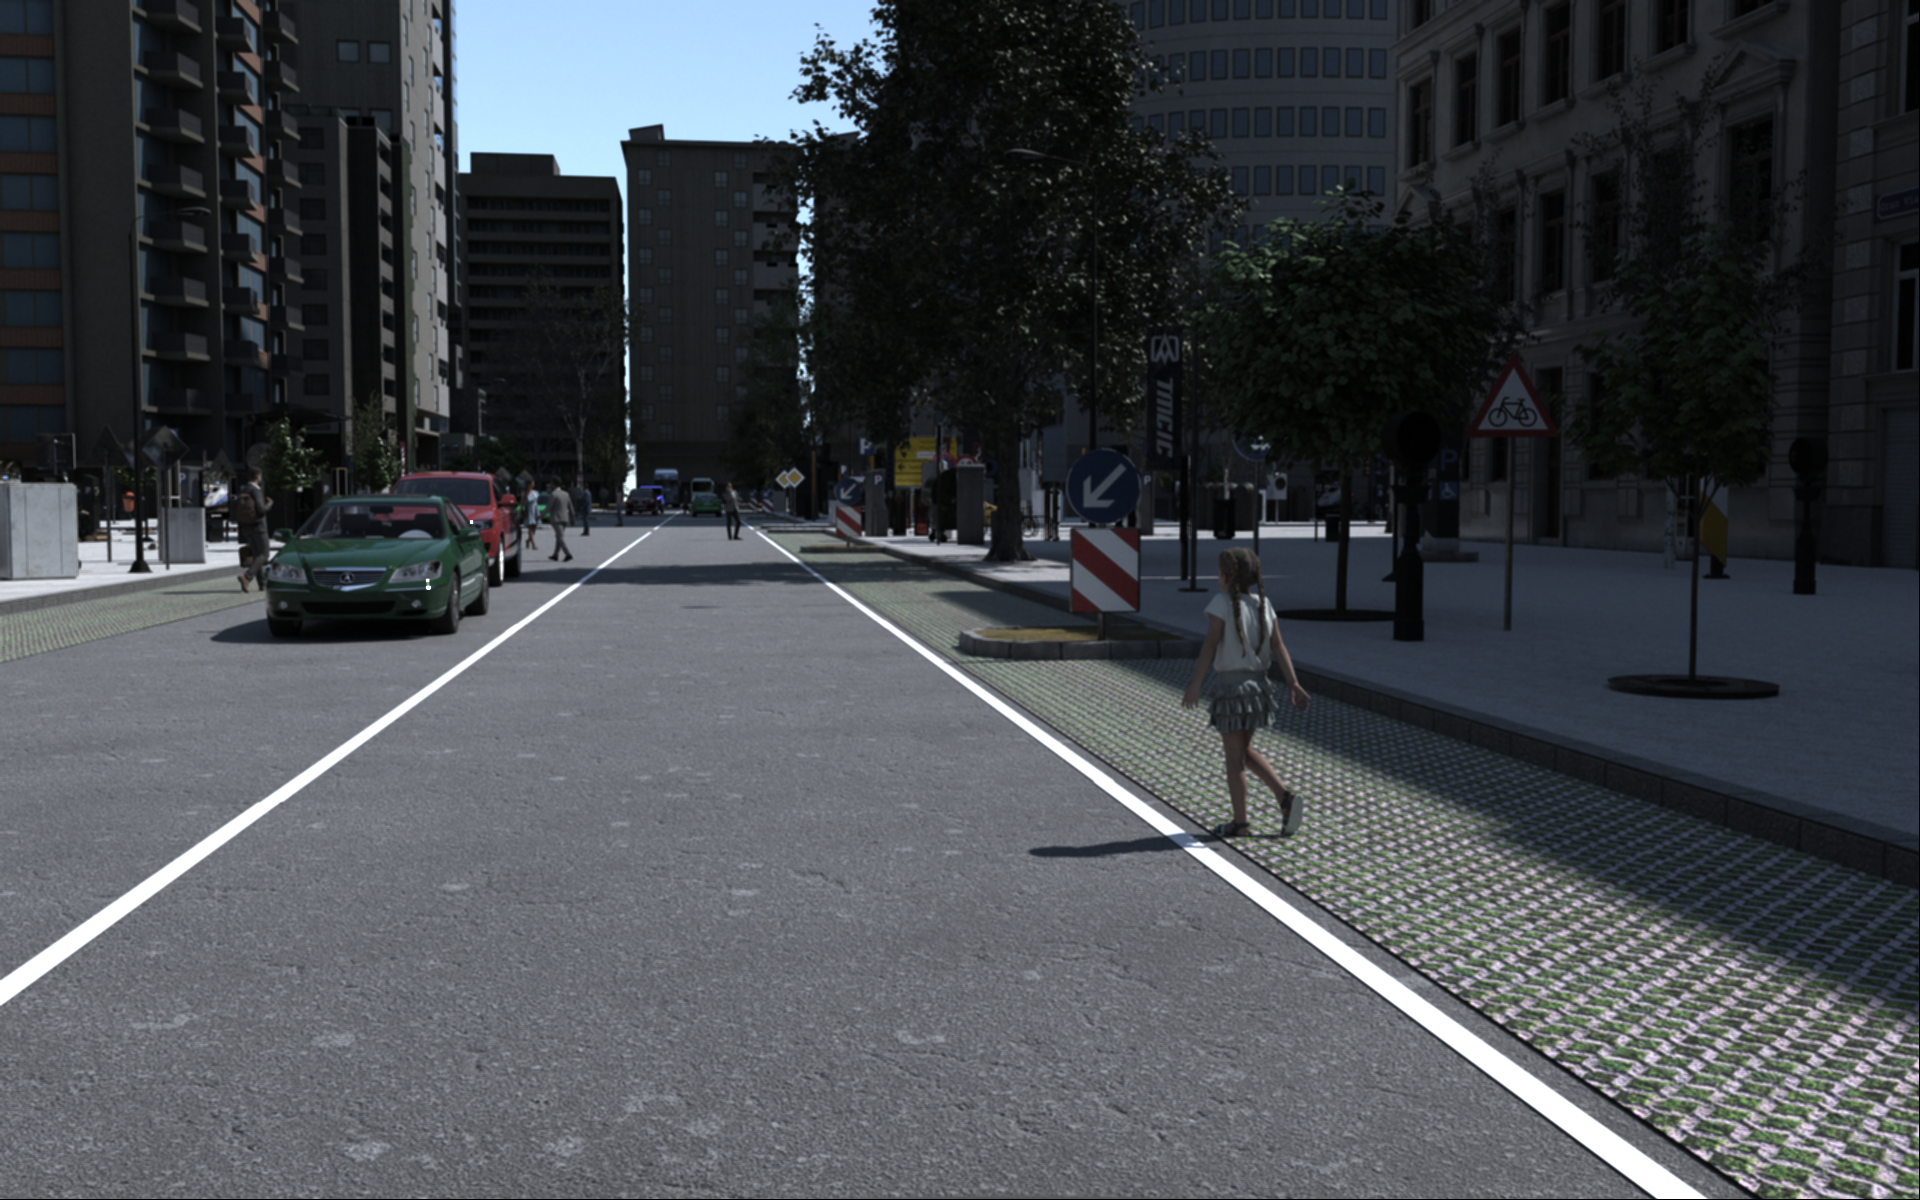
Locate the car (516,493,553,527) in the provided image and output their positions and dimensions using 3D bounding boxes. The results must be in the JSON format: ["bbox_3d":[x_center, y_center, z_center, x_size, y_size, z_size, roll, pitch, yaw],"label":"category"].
[{"bbox_3d":[-18.332,-4.064,75.247,1.959,1.807,4.718,-1,4,-9],"label":"car"}]

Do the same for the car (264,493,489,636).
[{"bbox_3d":[-6.304,-0.446,19.084,2.131,1.459,4.920,-1,4,-9],"label":"car"}]

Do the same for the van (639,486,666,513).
[{"bbox_3d":[-23.161,-7.676,129.883,2.240,2.365,5.245,-1,4,-10],"label":"van"}]

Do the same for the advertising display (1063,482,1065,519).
[{"bbox_3d":[5.426,-5.223,90.602,0.123,1.923,0.974,0,4,5],"label":"advertising display"}]

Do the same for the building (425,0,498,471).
[{"bbox_3d":[-67.574,-53.585,188.780,31.000,86.520,22.319,-1,4,-8],"label":"building"}]

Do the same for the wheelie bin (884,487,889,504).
[{"bbox_3d":[-3.329,-4.221,76.914,0.693,1.594,0.980,-1,4,-15],"label":"wheelie bin"}]

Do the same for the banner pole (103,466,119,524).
[{"bbox_3d":[-36.374,-5.140,74.052,0.863,3.779,0.401,2,4,26],"label":"banner pole"}]

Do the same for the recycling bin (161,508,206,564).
[{"bbox_3d":[-14.394,-1.197,32.133,0.722,1.027,0.722,-1,4,-23],"label":"recycling bin"}]

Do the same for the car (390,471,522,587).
[{"bbox_3d":[-8.370,-1.202,28.325,2.281,1.827,5.304,-1,4,-9],"label":"car"}]

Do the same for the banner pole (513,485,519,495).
[{"bbox_3d":[-32.813,-8.378,126.995,0.401,3.779,0.863,-1,4,-21],"label":"banner pole"}]

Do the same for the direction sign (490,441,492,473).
[{"bbox_3d":[-20.305,-5.076,74.985,0.379,3.537,0.876,-1,4,-15],"label":"direction sign"}]

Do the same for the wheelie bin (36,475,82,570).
[{"bbox_3d":[-14.904,-1.255,28.435,0.980,1.594,0.693,2,4,25],"label":"wheelie bin"}]

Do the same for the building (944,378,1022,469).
[{"bbox_3d":[11.975,-49.683,124.991,22.319,86.520,31.000,-1,4,-8],"label":"building"}]

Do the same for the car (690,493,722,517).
[{"bbox_3d":[-15.858,-6.088,108.327,1.959,1.807,4.718,-1,4,-10],"label":"car"}]

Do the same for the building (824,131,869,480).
[{"bbox_3d":[-8.133,-41.052,260.433,27.495,52.752,28.713,-1,4,-8],"label":"building"}]

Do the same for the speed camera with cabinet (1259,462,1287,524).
[{"bbox_3d":[13.028,-4.893,74.329,2.038,3.252,0.660,-2,4,-25],"label":"speed camera with cabinet"}]

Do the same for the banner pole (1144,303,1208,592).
[{"bbox_3d":[2.849,-2.004,22.779,0.863,3.779,0.401,0,4,5],"label":"banner pole"}]

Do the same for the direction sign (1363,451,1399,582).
[{"bbox_3d":[6.401,-2.042,25.384,0.876,3.537,0.379,3,5,43],"label":"direction sign"}]

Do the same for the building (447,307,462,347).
[{"bbox_3d":[-82.867,-34.252,251.895,23.993,40.220,32.217,-1,4,-8],"label":"building"}]

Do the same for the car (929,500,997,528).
[{"bbox_3d":[0.366,-3.613,69.289,3.980,1.641,2.015,0,4,-7],"label":"car"}]

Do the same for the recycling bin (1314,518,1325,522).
[{"bbox_3d":[16.593,-4.053,78.814,0.722,1.027,0.722,-2,4,-23],"label":"recycling bin"}]

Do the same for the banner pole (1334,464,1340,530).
[{"bbox_3d":[13.663,-4.426,62.375,0.401,3.779,0.863,-2,4,-28],"label":"banner pole"}]

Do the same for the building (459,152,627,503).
[{"bbox_3d":[-59.458,-38.262,249.280,21.600,48.544,21.300,-1,4,-8],"label":"building"}]

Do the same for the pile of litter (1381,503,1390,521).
[{"bbox_3d":[20.412,-4.134,81.554,1.176,0.858,1.719,1,4,15],"label":"pile of litter"}]

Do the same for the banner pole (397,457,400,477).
[{"bbox_3d":[-37.572,-7.703,115.964,0.401,3.779,0.863,-2,4,-28],"label":"banner pole"}]

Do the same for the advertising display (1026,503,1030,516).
[{"bbox_3d":[3.487,-5.070,88.108,0.974,1.923,0.123,2,4,31],"label":"advertising display"}]

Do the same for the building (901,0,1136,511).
[{"bbox_3d":[4.190,-38.693,174.629,21.231,58.520,28.212,-1,4,-8],"label":"building"}]

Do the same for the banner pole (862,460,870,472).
[{"bbox_3d":[-6.833,-8.285,125.484,0.863,3.779,0.401,0,4,6],"label":"banner pole"}]

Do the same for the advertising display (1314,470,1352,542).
[{"bbox_3d":[10.008,-2.525,46.503,0.974,1.923,0.123,1,4,8],"label":"advertising display"}]

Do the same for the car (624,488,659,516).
[{"bbox_3d":[-21.485,-6.628,117.042,2.281,1.827,5.304,0,4,-8],"label":"car"}]

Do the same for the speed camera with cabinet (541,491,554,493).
[{"bbox_3d":[-31.323,-8.437,132.284,2.038,3.252,0.660,0,4,7],"label":"speed camera with cabinet"}]

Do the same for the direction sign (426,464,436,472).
[{"bbox_3d":[-39.296,-8.366,128.774,0.379,3.537,0.876,3,4,38],"label":"direction sign"}]

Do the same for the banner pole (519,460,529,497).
[{"bbox_3d":[-32.544,-8.498,128.953,0.863,3.779,0.401,-3,5,-43],"label":"banner pole"}]

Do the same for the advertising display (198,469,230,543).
[{"bbox_3d":[-19.702,-2.481,45.780,0.123,1.923,0.974,1,4,19],"label":"advertising display"}]

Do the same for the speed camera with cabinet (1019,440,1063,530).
[{"bbox_3d":[2.889,-4.336,65.231,0.660,3.252,2.038,-3,4,-38],"label":"speed camera with cabinet"}]

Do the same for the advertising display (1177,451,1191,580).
[{"bbox_3d":[3.400,-1.279,26.133,0.123,1.923,0.974,1,4,10],"label":"advertising display"}]

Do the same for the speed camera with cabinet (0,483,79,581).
[{"bbox_3d":[-14.272,-1.915,25.652,0.660,3.252,2.038,3,5,45],"label":"speed camera with cabinet"}]

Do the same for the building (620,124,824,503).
[{"bbox_3d":[-35.258,-40.775,255.916,27.495,52.752,28.713,-1,4,-8],"label":"building"}]

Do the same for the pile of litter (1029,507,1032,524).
[{"bbox_3d":[3.548,-3.825,76.504,1.176,0.858,1.719,-2,4,-31],"label":"pile of litter"}]

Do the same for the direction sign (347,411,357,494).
[{"bbox_3d":[-16.701,-3.414,47.815,0.379,3.537,0.876,-1,4,-16],"label":"direction sign"}]

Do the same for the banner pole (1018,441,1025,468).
[{"bbox_3d":[3.014,-5.639,82.218,0.401,3.779,0.863,0,4,3],"label":"banner pole"}]

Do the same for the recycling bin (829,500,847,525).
[{"bbox_3d":[-5.021,-3.615,71.666,0.722,1.027,0.722,-1,4,-15],"label":"recycling bin"}]

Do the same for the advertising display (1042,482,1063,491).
[{"bbox_3d":[4.701,-5.149,89.394,0.974,1.923,0.123,1,4,16],"label":"advertising display"}]

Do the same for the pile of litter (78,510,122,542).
[{"bbox_3d":[-23.455,-2.001,46.688,1.719,0.858,1.176,-3,5,-44],"label":"pile of litter"}]

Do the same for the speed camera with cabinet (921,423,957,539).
[{"bbox_3d":[-0.522,-3.332,48.815,0.660,3.252,2.038,1,4,17],"label":"speed camera with cabinet"}]

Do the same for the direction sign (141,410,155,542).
[{"bbox_3d":[-22.028,-3.353,46.813,0.379,3.537,0.876,-2,4,-30],"label":"direction sign"}]

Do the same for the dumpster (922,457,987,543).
[{"bbox_3d":[-0.145,-2.680,46.306,1.502,2.255,1.985,-1,4,-8],"label":"dumpster"}]

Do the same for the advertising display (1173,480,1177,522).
[{"bbox_3d":[10.059,-4.601,80.443,0.123,1.923,0.974,1,4,20],"label":"advertising display"}]

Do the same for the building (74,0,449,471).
[{"bbox_3d":[-60.809,-34.480,152.983,28.713,52.752,27.495,-1,4,-8],"label":"building"}]

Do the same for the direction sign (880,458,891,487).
[{"bbox_3d":[-4.643,-7.142,108.766,0.876,3.537,0.379,2,4,28],"label":"direction sign"}]

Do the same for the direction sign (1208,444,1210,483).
[{"bbox_3d":[11.251,-5.274,78.219,0.379,3.537,0.876,0,4,4],"label":"direction sign"}]

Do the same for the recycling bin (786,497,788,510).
[{"bbox_3d":[-14.588,-7.922,142.080,0.722,1.027,0.722,-2,4,-34],"label":"recycling bin"}]

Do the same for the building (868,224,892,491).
[{"bbox_3d":[1.014,-35.266,200.296,21.300,48.544,21.600,-1,4,-8],"label":"building"}]

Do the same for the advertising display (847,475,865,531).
[{"bbox_3d":[-3.400,-3.322,59.522,0.974,1.923,0.123,-1,4,-22],"label":"advertising display"}]

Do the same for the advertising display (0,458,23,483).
[{"bbox_3d":[-17.191,-1.579,31.038,0.123,1.923,0.974,1,4,14],"label":"advertising display"}]
